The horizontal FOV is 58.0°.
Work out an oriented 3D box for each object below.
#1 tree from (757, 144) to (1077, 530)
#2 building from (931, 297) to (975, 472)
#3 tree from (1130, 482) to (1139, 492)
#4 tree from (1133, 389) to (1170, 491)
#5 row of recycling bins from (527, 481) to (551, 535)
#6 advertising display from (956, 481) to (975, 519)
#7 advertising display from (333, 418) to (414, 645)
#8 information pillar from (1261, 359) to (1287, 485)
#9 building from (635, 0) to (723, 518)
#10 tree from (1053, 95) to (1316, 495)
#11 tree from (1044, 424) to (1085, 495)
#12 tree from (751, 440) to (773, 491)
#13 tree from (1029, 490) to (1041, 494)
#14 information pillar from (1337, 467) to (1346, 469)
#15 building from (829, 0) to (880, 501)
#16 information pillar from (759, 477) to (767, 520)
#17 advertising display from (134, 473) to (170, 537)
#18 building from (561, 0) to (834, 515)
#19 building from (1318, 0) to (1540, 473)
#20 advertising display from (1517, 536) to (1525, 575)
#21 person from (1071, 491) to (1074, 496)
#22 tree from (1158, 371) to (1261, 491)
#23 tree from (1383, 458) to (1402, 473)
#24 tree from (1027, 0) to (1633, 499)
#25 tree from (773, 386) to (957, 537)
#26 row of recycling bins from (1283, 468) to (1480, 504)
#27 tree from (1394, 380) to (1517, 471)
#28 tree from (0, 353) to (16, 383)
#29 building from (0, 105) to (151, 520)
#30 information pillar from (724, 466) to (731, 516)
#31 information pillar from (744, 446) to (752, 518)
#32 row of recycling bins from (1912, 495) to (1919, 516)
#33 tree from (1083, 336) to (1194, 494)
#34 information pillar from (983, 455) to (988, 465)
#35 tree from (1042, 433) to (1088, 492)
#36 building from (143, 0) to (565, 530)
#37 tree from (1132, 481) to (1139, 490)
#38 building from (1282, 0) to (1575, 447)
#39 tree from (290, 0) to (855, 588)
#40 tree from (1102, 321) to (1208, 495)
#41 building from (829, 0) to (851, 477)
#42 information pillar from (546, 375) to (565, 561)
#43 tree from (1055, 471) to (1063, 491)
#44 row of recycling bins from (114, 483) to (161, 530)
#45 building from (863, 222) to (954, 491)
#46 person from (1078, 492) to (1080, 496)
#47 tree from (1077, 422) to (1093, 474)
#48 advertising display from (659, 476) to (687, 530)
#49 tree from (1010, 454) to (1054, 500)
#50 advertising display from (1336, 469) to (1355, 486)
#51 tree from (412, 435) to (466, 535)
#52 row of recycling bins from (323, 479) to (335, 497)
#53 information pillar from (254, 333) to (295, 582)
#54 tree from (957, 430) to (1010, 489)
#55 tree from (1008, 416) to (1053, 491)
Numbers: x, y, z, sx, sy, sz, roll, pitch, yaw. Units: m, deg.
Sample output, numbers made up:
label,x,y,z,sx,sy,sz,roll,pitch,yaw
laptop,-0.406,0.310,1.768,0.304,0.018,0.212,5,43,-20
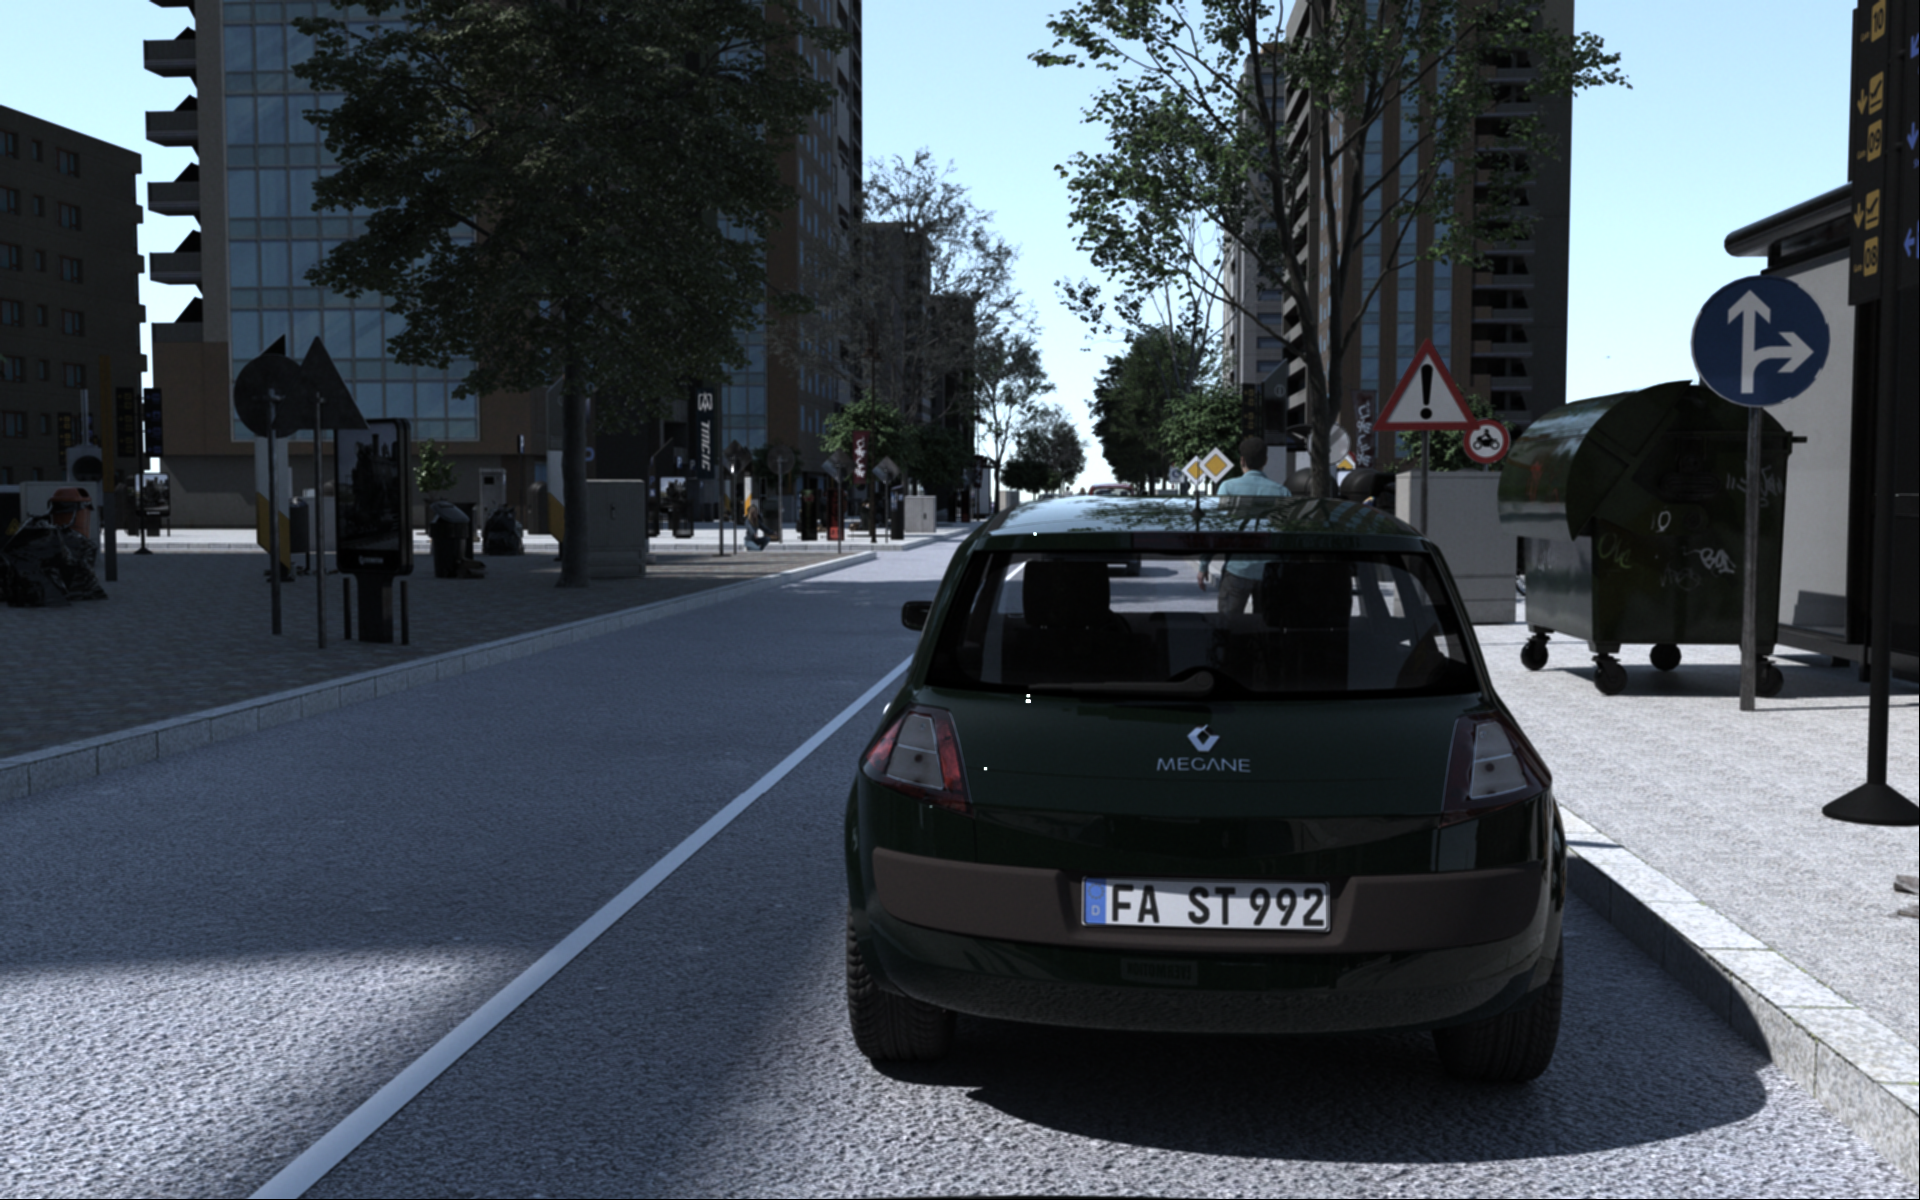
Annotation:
label,x,y,z,sx,sy,sz,roll,pitch,yaw
tree,-1.982,-9.241,61.453,12.009,13.543,11.850,0,3,0
building,-5.210,-30.147,264.610,14.160,30.474,14.107,0,4,5
tree,24.404,-15.384,246.125,1.663,3.219,1.824,0,3,0
tree,13.701,-10.516,122.295,4.737,8.622,4.395,0,3,0
row of recycling bins,-11.996,-2.949,55.336,3.534,1.692,1.069,-1,4,-21
advertising display,0.296,-5.062,87.984,0.974,1.923,0.123,1,4,16
advertising display,-5.068,-0.597,14.969,0.974,1.923,0.123,3,4,38
information pillar,5.442,-2.364,30.005,0.504,3.616,0.183,-1,4,-23
building,-20.908,-19.494,90.433,14.160,30.474,14.107,0,4,5
tree,10.660,-13.786,81.295,12.611,20.169,13.585,0,3,0
tree,16.323,-21.789,274.378,7.486,12.596,7.792,0,3,0
tree,-10.518,-7.045,98.891,4.285,4.588,4.351,0,3,0
tree,7.259,-10.485,166.023,1.663,3.219,1.824,0,3,0
information pillar,10.263,-2.603,47.055,0.304,2.012,0.304,2,4,33
building,-17.521,-44.065,158.719,20.563,71.187,20.611,0,4,5
information pillar,-8.635,-4.362,75.805,0.304,2.012,0.304,-1,4,-16
advertising display,-24.378,-2.878,52.274,0.974,1.923,0.123,-2,4,-28
building,-16.129,-28.236,111.768,14.600,45.320,14.200,0,4,5
building,35.858,-29.653,134.938,14.600,45.320,14.200,0,4,5
advertising display,8.971,-1.370,27.612,0.123,1.923,0.974,0,4,-1
person,11.788,-10.549,181.699,0.721,1.743,1.217,3,5,44
tree,6.967,-3.839,46.483,4.285,4.588,4.351,0,3,0
tree,23.298,-6.011,92.881,1.663,3.219,1.824,0,3,0
tree,4.656,-5.889,22.033,9.928,11.665,9.643,0,3,0
tree,-2.793,-4.205,52.459,4.285,4.588,4.351,0,3,0
row of recycling bins,6.818,-1.239,27.367,3.534,1.692,1.069,-1,4,-13
tree,14.399,-4.076,50.355,4.285,4.588,4.351,0,3,0
tree,-5.832,-0.848,8.472,1.663,3.219,1.824,0,3,0
building,-57.106,-14.117,75.846,28.899,21.520,27.650,0,4,5
information pillar,-13.642,-6.742,101.593,0.183,3.616,0.504,2,4,28
information pillar,-10.253,-5.654,83.793,0.183,3.616,0.504,-3,5,-44
row of recycling bins,13.851,-0.985,23.222,1.069,1.692,3.534,0,4,6
tree,14.463,-14.126,137.609,9.857,13.997,8.962,0,3,0
information pillar,1.446,-6.936,104.762,0.504,3.616,0.183,0,4,8
tree,15.368,-19.891,259.626,8.767,10.594,7.601,1,4,16
building,-21.479,-25.549,67.837,14.600,45.320,14.200,0,4,5
tree,22.953,-16.794,224.943,4.360,8.622,3.978,0,3,0
building,40.268,-32.336,152.397,21.300,48.544,21.600,0,4,5
tree,-5.365,-6.475,23.995,7.486,12.596,7.792,0,3,0
tree,13.174,-11.999,114.316,7.486,12.596,7.792,0,3,0
building,-23.495,-33.422,135.693,28.713,52.752,27.495,0,4,5
information pillar,-7.662,-2.554,33.115,0.183,3.616,0.504,3,5,42
tree,6.154,-9.926,145.996,4.285,4.588,4.351,0,3,0
row of recycling bins,-30.113,-3.488,64.136,1.069,1.692,3.534,1,4,18
building,-16.733,-33.039,232.073,32.217,40.220,23.993,0,4,5
person,10.073,-8.266,143.513,0.709,1.838,0.599,1,4,20
tree,12.308,-19.409,227.707,12.009,13.543,11.850,0,3,0
advertising display,-10.249,-3.467,61.891,0.974,1.923,0.123,0,4,-6
tree,4.681,-9.475,138.628,4.285,4.588,4.351,0,3,0
advertising display,10.108,-2.397,44.411,0.974,1.923,0.123,2,4,28
tree,-16.731,-3.670,54.610,1.663,3.219,1.824,0,3,0
row of recycling bins,-16.296,-2.439,46.991,3.534,1.692,1.069,3,5,45
information pillar,-9.990,-2.068,25.168,0.183,3.616,0.504,3,4,39
tree,-0.955,-5.324,70.763,4.285,4.588,4.351,0,3,0
tree,6.362,-12.377,152.733,4.360,8.622,3.978,0,3,0
